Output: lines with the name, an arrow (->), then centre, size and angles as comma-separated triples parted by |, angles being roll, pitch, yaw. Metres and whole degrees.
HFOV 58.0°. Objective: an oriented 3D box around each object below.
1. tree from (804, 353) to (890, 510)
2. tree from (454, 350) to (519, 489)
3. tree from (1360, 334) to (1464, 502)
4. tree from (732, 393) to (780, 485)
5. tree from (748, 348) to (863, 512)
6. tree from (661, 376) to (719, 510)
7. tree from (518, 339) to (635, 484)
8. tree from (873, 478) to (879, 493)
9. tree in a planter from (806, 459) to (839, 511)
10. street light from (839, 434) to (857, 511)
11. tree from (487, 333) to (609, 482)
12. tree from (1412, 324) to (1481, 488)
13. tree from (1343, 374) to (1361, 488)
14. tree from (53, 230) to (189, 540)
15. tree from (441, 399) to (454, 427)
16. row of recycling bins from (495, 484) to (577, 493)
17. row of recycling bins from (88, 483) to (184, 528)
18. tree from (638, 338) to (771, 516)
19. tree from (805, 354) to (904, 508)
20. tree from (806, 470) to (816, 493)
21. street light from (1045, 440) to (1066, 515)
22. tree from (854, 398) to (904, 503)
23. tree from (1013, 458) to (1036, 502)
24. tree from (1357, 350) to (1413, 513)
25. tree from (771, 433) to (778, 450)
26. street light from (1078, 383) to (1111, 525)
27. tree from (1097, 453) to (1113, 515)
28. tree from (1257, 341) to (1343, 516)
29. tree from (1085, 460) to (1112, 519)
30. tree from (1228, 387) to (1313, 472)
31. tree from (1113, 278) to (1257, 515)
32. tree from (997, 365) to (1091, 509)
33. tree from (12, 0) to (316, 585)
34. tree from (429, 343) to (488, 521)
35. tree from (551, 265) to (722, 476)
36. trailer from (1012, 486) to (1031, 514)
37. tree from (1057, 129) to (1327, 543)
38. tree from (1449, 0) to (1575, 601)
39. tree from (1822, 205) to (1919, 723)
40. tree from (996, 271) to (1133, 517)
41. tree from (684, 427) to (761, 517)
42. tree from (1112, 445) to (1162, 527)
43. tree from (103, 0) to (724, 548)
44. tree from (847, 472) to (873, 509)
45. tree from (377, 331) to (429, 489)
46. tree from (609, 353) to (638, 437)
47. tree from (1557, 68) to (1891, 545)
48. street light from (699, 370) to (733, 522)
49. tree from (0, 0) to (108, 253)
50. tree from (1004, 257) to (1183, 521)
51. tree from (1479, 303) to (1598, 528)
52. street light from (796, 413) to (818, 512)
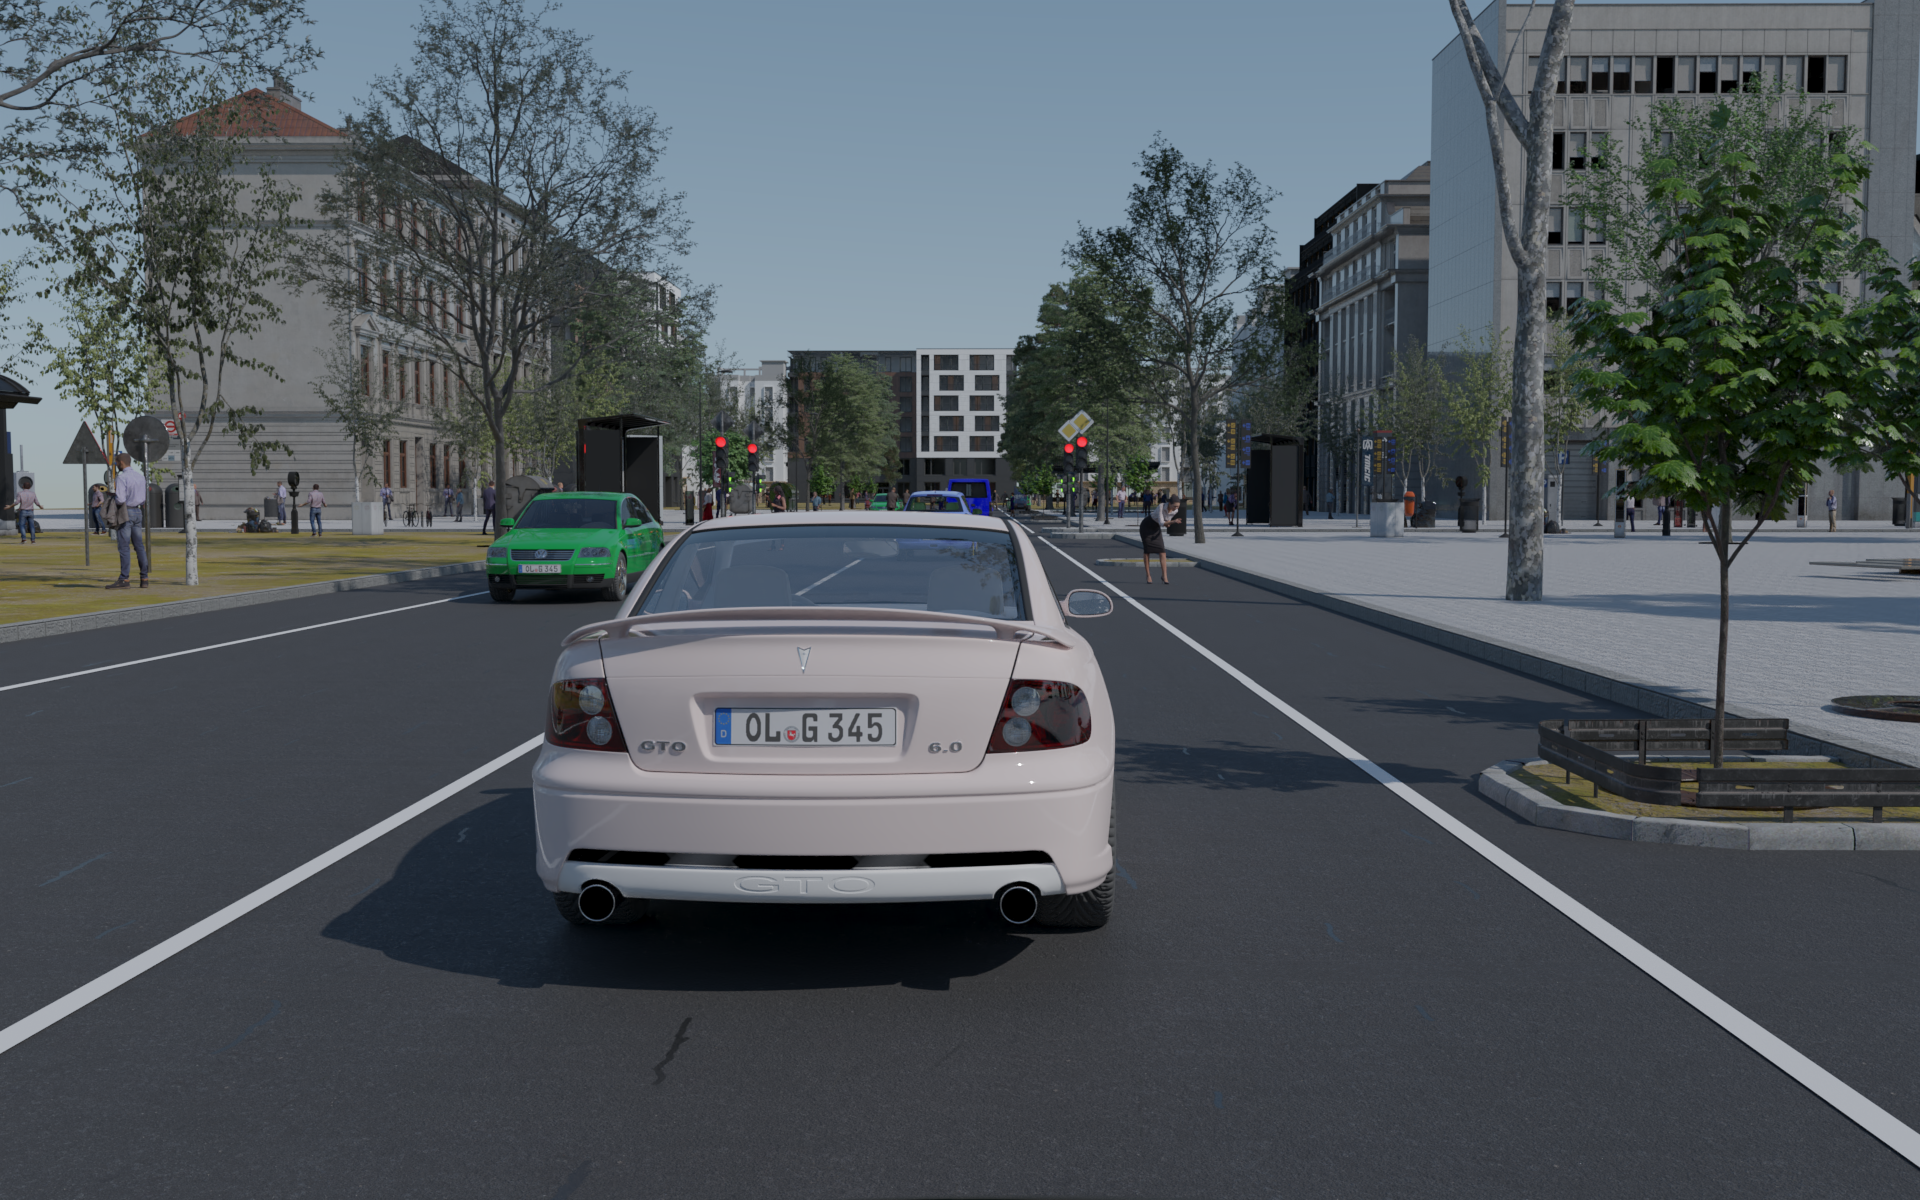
tree -> -9.168, -13.530, 139.337 | 7.486, 12.596, 7.792 | 0, 3, 0
tree -> -22.296, -8.380, 87.379 | 4.737, 8.622, 4.395 | 0, 3, 0
tree -> 21.074, -7.857, 78.818 | 4.360, 8.622, 3.978 | 0, 3, 0
tree -> -15.472, -10.835, 127.520 | 4.737, 8.622, 4.395 | 0, 3, 0
tree -> -9.983, -10.842, 111.685 | 8.767, 10.594, 7.601 | 1, 4, 11
tree -> -22.113, -12.895, 136.596 | 9.928, 11.665, 9.643 | 0, 3, 0
tree -> -17.533, -8.023, 81.535 | 4.737, 8.622, 4.395 | 0, 3, 0
tree -> -8.789, -10.836, 171.776 | 1.663, 3.219, 1.824 | 0, 3, 0
tree in a planter -> -7.178, -5.651, 89.622 | 1.991, 3.239, 1.994 | 0, 4, 1
street light -> -8.557, -9.771, 132.298 | 1.470, 5.913, 1.316 | 0, 4, 1
tree -> -18.170, -7.724, 76.652 | 4.360, 8.622, 3.978 | 0, 3, 0
tree -> 21.906, -7.497, 72.931 | 4.737, 8.622, 4.395 | 0, 3, 0
tree -> 21.950, -9.154, 100.037 | 4.360, 8.622, 3.978 | 0, 3, 0
tree -> -23.629, -5.981, 48.147 | 4.737, 8.622, 4.395 | 0, 3, 0
tree -> -25.843, -8.832, 94.766 | 4.737, 8.622, 4.395 | 0, 3, 0
row of recycling bins -> -16.669, -3.767, 68.700 | 3.534, 1.692, 1.069 | -2, 4, -29
row of recycling bins -> -31.041, -3.566, 65.413 | 3.534, 1.692, 1.069 | -1, 4, -10
tree -> -11.974, -8.011, 81.342 | 4.360, 8.622, 3.978 | 0, 3, 0
tree -> -9.993, -15.446, 159.202 | 9.857, 13.997, 8.962 | 0, 3, 0
tree -> -9.963, -7.768, 121.602 | 1.663, 3.219, 1.824 | 0, 3, 0
street light -> 5.873, -8.170, 106.115 | 1.470, 5.913, 1.316 | 0, 4, 1
tree -> -9.313, -15.915, 182.268 | 6.751, 12.117, 7.091 | 0, 3, 0
tree -> 7.800, -14.923, 194.352 | 4.737, 8.622, 4.395 | 0, 3, 0
tree -> 21.853, -8.249, 85.231 | 4.737, 8.622, 4.395 | 0, 3, 0
tree -> -14.807, -10.424, 120.798 | 4.360, 8.622, 3.978 | 0, 3, 0
street light -> 5.655, -6.134, 72.830 | 1.470, 5.913, 1.316 | 0, 4, 1
tree -> 9.565, -9.524, 106.079 | 4.360, 8.622, 3.978 | 0, 3, 0
tree -> 14.918, -8.031, 81.662 | 4.360, 8.622, 3.978 | 0, 3, 0
tree -> 7.234, -5.758, 88.748 | 1.663, 3.219, 1.824 | 0, 3, 0
tree -> 19.972, -9.754, 109.840 | 4.737, 8.622, 4.395 | 0, 3, 0
tree -> 7.191, -6.468, 56.112 | 4.360, 8.622, 3.978 | 0, 3, 0
tree -> 7.663, -14.739, 147.640 | 9.857, 13.997, 8.962 | 0, 3, 0
tree -> -10.795, -4.497, 23.896 | 4.360, 8.622, 3.978 | 0, 3, 0
tree -> -23.276, -8.055, 82.060 | 4.360, 8.622, 3.978 | 0, 3, 0
tree -> -17.851, -11.534, 95.242 | 9.857, 13.997, 8.962 | 0, 3, 0
trailer -> 4.495, -7.423, 128.416 | 1.471, 1.999, 3.904 | 0, 4, 2
tree -> 5.920, -6.756, 44.866 | 7.601, 10.594, 8.767 | 1, 4, 12
tree -> 6.462, -10.145, 21.768 | 12.611, 20.169, 13.585 | 0, 3, 0
tree -> 5.777, -0.948, 10.095 | 1.663, 3.219, 1.824 | 0, 3, 0
tree -> 5.949, -11.640, 97.729 | 7.806, 13.903, 7.818 | 0, 3, 0
tree -> -10.491, -5.684, 76.654 | 4.285, 4.588, 4.351 | 0, 3, 0
tree -> 7.211, -4.539, 68.807 | 1.663, 3.219, 1.824 | 0, 3, 0
tree -> -11.065, -8.008, 41.293 | 12.009, 13.543, 11.850 | 0, 3, 0
tree -> -8.898, -9.508, 150.063 | 1.663, 3.219, 1.824 | 0, 3, 0
tree -> -25.789, -7.601, 74.641 | 4.360, 8.622, 3.978 | 0, 3, 0
tree -> -15.830, -8.342, 86.755 | 4.360, 8.622, 3.978 | 0, 3, 0
tree -> 19.441, -7.231, 43.975 | 9.928, 11.665, 9.643 | 0, 3, 0
street light -> -9.177, -5.645, 64.842 | 1.470, 5.913, 1.316 | 0, 4, 1
tree -> -11.367, -6.394, 14.914 | 12.009, 13.543, 11.850 | 0, 3, 0
tree -> 6.788, -10.008, 81.751 | 7.486, 12.596, 7.792 | 0, 3, 0
tree -> 22.675, -7.055, 65.710 | 4.737, 8.622, 4.395 | 0, 3, 0
street light -> -8.818, -7.739, 99.067 | 1.470, 5.913, 1.316 | 0, 4, 1
